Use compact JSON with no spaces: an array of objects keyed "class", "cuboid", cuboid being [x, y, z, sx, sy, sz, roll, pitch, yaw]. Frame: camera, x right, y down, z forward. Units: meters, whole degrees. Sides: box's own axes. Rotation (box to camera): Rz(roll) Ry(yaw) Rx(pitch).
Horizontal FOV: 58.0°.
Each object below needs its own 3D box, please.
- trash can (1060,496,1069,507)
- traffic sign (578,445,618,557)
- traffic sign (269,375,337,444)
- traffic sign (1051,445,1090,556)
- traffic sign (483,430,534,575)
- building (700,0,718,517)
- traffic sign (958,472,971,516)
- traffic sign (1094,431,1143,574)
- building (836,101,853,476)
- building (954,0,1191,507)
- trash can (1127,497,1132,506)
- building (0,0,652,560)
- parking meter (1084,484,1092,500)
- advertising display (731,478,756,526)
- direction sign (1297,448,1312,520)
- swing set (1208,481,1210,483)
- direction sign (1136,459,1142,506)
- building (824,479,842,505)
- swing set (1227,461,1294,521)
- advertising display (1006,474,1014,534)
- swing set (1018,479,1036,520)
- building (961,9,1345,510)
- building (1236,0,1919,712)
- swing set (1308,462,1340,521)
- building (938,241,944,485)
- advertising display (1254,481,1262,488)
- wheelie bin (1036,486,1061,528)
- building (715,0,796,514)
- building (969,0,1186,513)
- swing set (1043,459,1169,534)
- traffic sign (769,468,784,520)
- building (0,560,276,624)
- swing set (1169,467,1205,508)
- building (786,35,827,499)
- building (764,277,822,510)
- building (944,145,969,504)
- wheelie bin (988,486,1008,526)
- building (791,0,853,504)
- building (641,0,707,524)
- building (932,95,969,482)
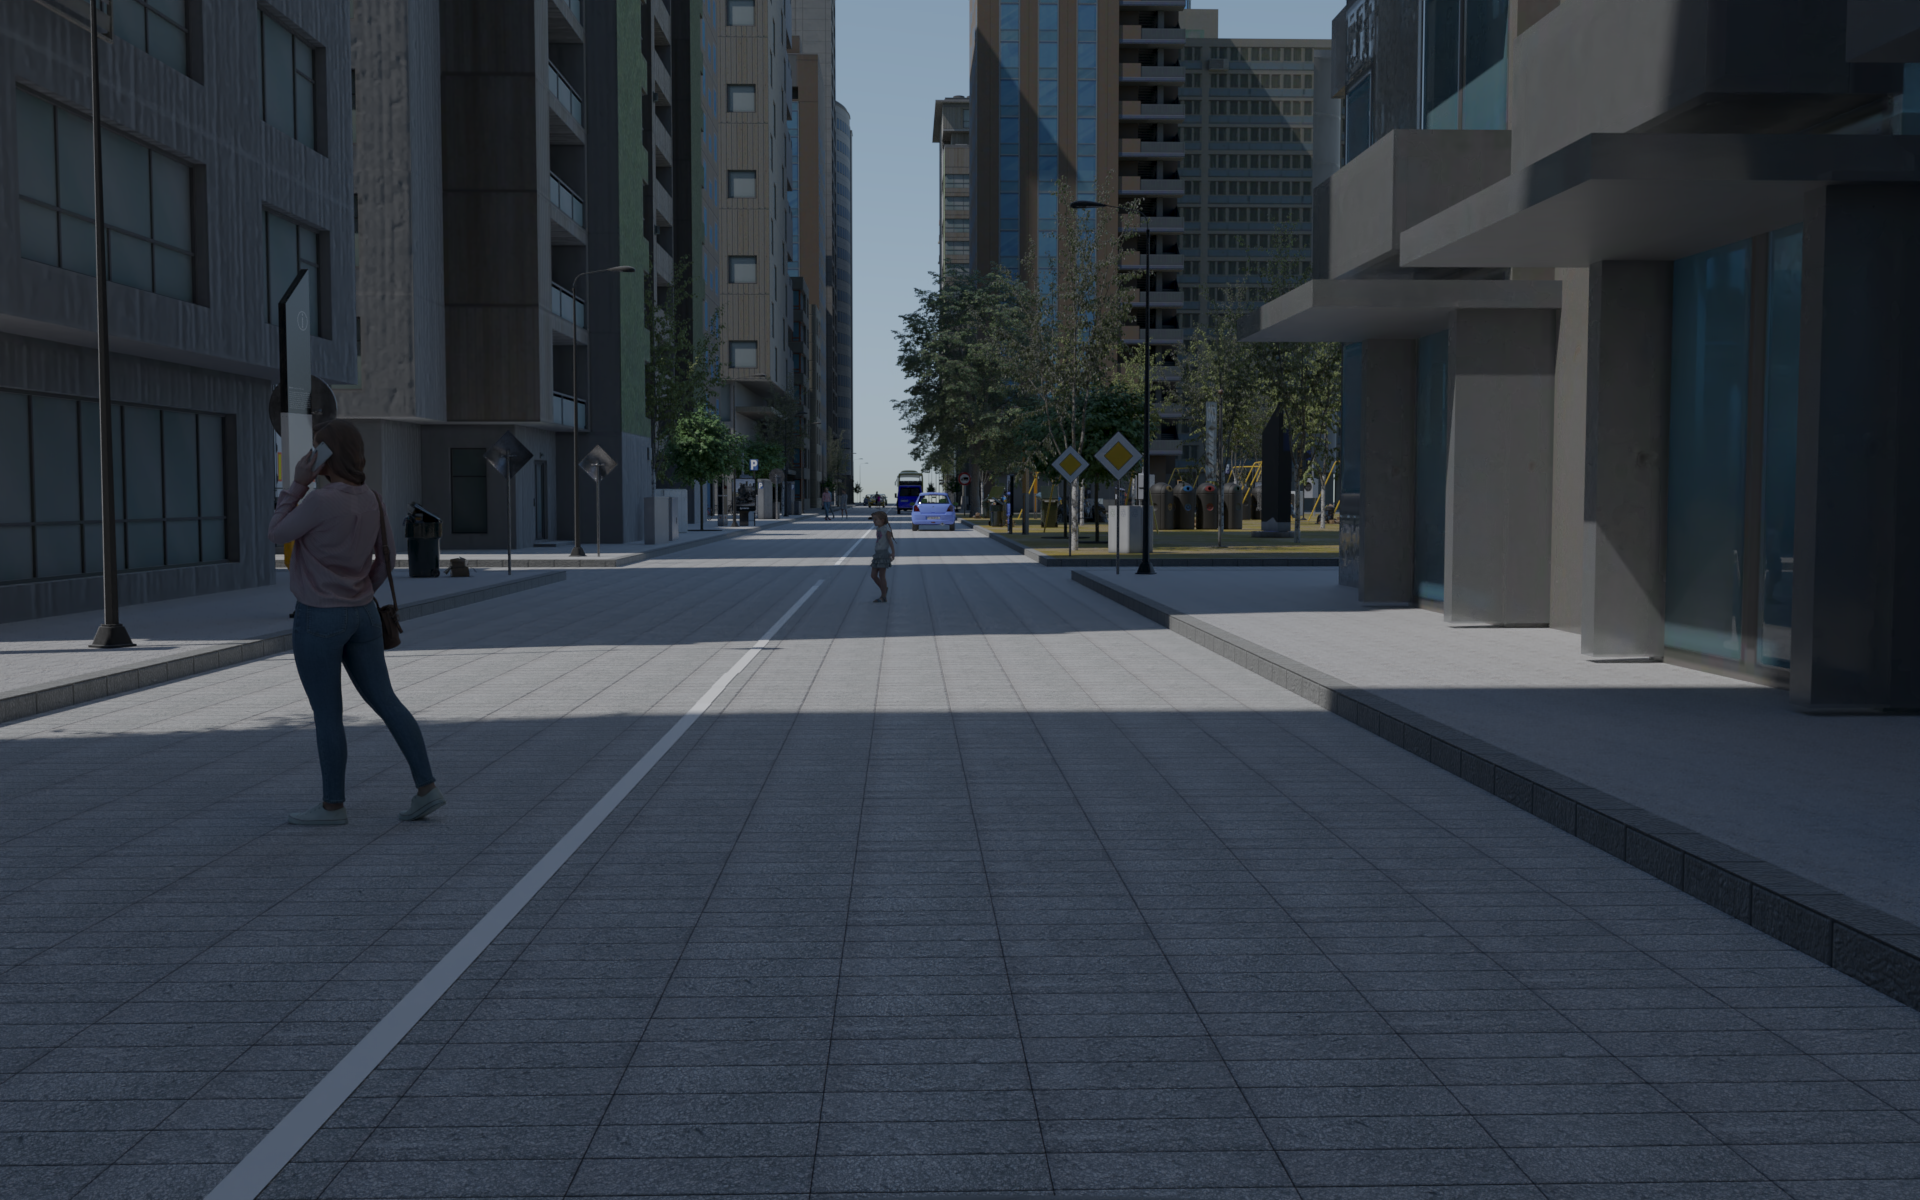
[{"class":"trash can","cuboid":[6.521,-5.921,108.457,0.748,1.137,0.748,0,3,0]},{"class":"traffic sign","cuboid":[-7.376,-1.937,35.316,0.795,2.450,0.064,0,4,-2]},{"class":"traffic sign","cuboid":[-6.945,-1.113,18.303,0.768,2.556,0.104,0,4,8]},{"class":"traffic sign","cuboid":[2.264,-1.955,35.603,0.795,2.450,0.064,0,4,-2]},{"class":"traffic sign","cuboid":[-7.121,-1.449,27.335,0.795,2.450,0.064,0,4,-2]},{"class":"building","cuboid":[-20.667,-27.089,93.021,14.600,45.320,14.200,0,4,-2]},{"class":"traffic sign","cuboid":[0.271,-6.177,101.100,0.768,2.556,0.104,0,4,-1]},{"class":"traffic sign","cuboid":[2.519,-1.467,27.622,0.795,2.450,0.064,0,4,-2]},{"class":"building","cuboid":[-26.546,-43.468,252.701,21.231,58.520,28.212,0,4,-2]},{"class":"building","cuboid":[10.978,-52.371,168.931,22.319,86.520,31.000,0,4,-2]},{"class":"trash can","cuboid":[8.839,-4.875,91.355,0.748,1.137,0.748,0,3,0]},{"class":"building","cuboid":[-15.666,-21.895,41.580,14.154,41.232,14.086,0,4,-2]},{"class":"parking meter","cuboid":[7.184,-5.580,96.942,0.399,1.863,0.255,-1,4,-8]},{"class":"advertising display","cuboid":[-8.664,-3.927,69.416,0.974,1.923,0.123,-1,4,-13]},{"class":"direction sign","cuboid":[16.788,-5.661,84.551,0.876,3.537,0.379,-2,4,-28]},{"class":"swing set","cuboid":[16.188,-6.103,97.400,2.862,2.851,3.119,-2,4,-26]},{"class":"direction sign","cuboid":[6.112,-4.137,59.630,0.379,3.537,0.876,-1,4,-14]},{"class":"building","cuboid":[-30.466,-31.443,205.968,32.217,40.220,23.993,0,4,-2]},{"class":"swing set","cuboid":[14.472,-5.260,83.620,2.862,2.851,3.119,0,4,3]},{"class":"advertising display","cuboid":[1.616,-3.102,55.932,0.123,1.923,0.974,0,4,-5]},{"class":"swing set","cuboid":[4.806,-5.423,86.285,2.862,2.851,3.119,-1,4,-22]},{"class":"building","cuboid":[16.391,-27.595,143.058,32.217,40.220,23.993,0,4,-2]},{"class":"building","cuboid":[15.319,-23.920,10.702,23.786,49.044,30.456,0,4,-2]},{"class":"swing set","cuboid":[17.993,-5.067,80.458,2.862,2.851,3.119,-1,4,-9]},{"class":"building","cuboid":[7.921,-36.746,255.419,22.147,44.769,28.867,0,4,-2]},{"class":"advertising display","cuboid":[15.465,-5.087,88.378,0.974,1.923,0.123,-1,4,-8]},{"class":"wheelie bin","cuboid":[3.359,-3.553,65.999,0.980,1.594,0.693,0,4,-4]},{"class":"building","cuboid":[-26.000,-32.633,122.793,28.713,52.752,27.495,0,4,-2]},{"class":"building","cuboid":[7.820,-28.957,123.559,14.600,45.320,14.200,0,4,-2]},{"class":"swing set","cuboid":[4.738,-3.635,57.051,3.119,2.851,2.862,-1,4,-21]},{"class":"traffic sign","cuboid":[-9.092,-5.247,85.888,0.768,2.556,0.104,0,4,4]},{"class":"building","cuboid":[-15.573,-20.572,19.952,14.086,41.232,14.154,0,4,-2]},{"class":"swing set","cuboid":[13.493,-6.423,102.634,2.862,2.851,3.119,-2,4,-26]},{"class":"building","cuboid":[-20.701,-32.020,173.635,14.600,45.320,14.200,0,4,-2]},{"class":"building","cuboid":[-26.739,-18.767,151.881,27.650,21.520,28.899,0,4,-2]},{"class":"building","cuboid":[5.047,-31.942,205.843,14.154,41.232,14.086,0,4,-2]},{"class":"wheelie bin","cuboid":[1.530,-3.747,69.175,0.980,1.594,0.693,3,4,36]},{"class":"building","cuboid":[-24.448,-48.303,228.003,20.563,71.187,20.611,0,4,-2]},{"class":"building","cuboid":[-18.385,-18.332,71.423,14.160,30.474,14.107,0,4,-2]},{"class":"building","cuboid":[10.938,-39.015,227.129,28.713,52.752,27.495,0,4,-2]}]
